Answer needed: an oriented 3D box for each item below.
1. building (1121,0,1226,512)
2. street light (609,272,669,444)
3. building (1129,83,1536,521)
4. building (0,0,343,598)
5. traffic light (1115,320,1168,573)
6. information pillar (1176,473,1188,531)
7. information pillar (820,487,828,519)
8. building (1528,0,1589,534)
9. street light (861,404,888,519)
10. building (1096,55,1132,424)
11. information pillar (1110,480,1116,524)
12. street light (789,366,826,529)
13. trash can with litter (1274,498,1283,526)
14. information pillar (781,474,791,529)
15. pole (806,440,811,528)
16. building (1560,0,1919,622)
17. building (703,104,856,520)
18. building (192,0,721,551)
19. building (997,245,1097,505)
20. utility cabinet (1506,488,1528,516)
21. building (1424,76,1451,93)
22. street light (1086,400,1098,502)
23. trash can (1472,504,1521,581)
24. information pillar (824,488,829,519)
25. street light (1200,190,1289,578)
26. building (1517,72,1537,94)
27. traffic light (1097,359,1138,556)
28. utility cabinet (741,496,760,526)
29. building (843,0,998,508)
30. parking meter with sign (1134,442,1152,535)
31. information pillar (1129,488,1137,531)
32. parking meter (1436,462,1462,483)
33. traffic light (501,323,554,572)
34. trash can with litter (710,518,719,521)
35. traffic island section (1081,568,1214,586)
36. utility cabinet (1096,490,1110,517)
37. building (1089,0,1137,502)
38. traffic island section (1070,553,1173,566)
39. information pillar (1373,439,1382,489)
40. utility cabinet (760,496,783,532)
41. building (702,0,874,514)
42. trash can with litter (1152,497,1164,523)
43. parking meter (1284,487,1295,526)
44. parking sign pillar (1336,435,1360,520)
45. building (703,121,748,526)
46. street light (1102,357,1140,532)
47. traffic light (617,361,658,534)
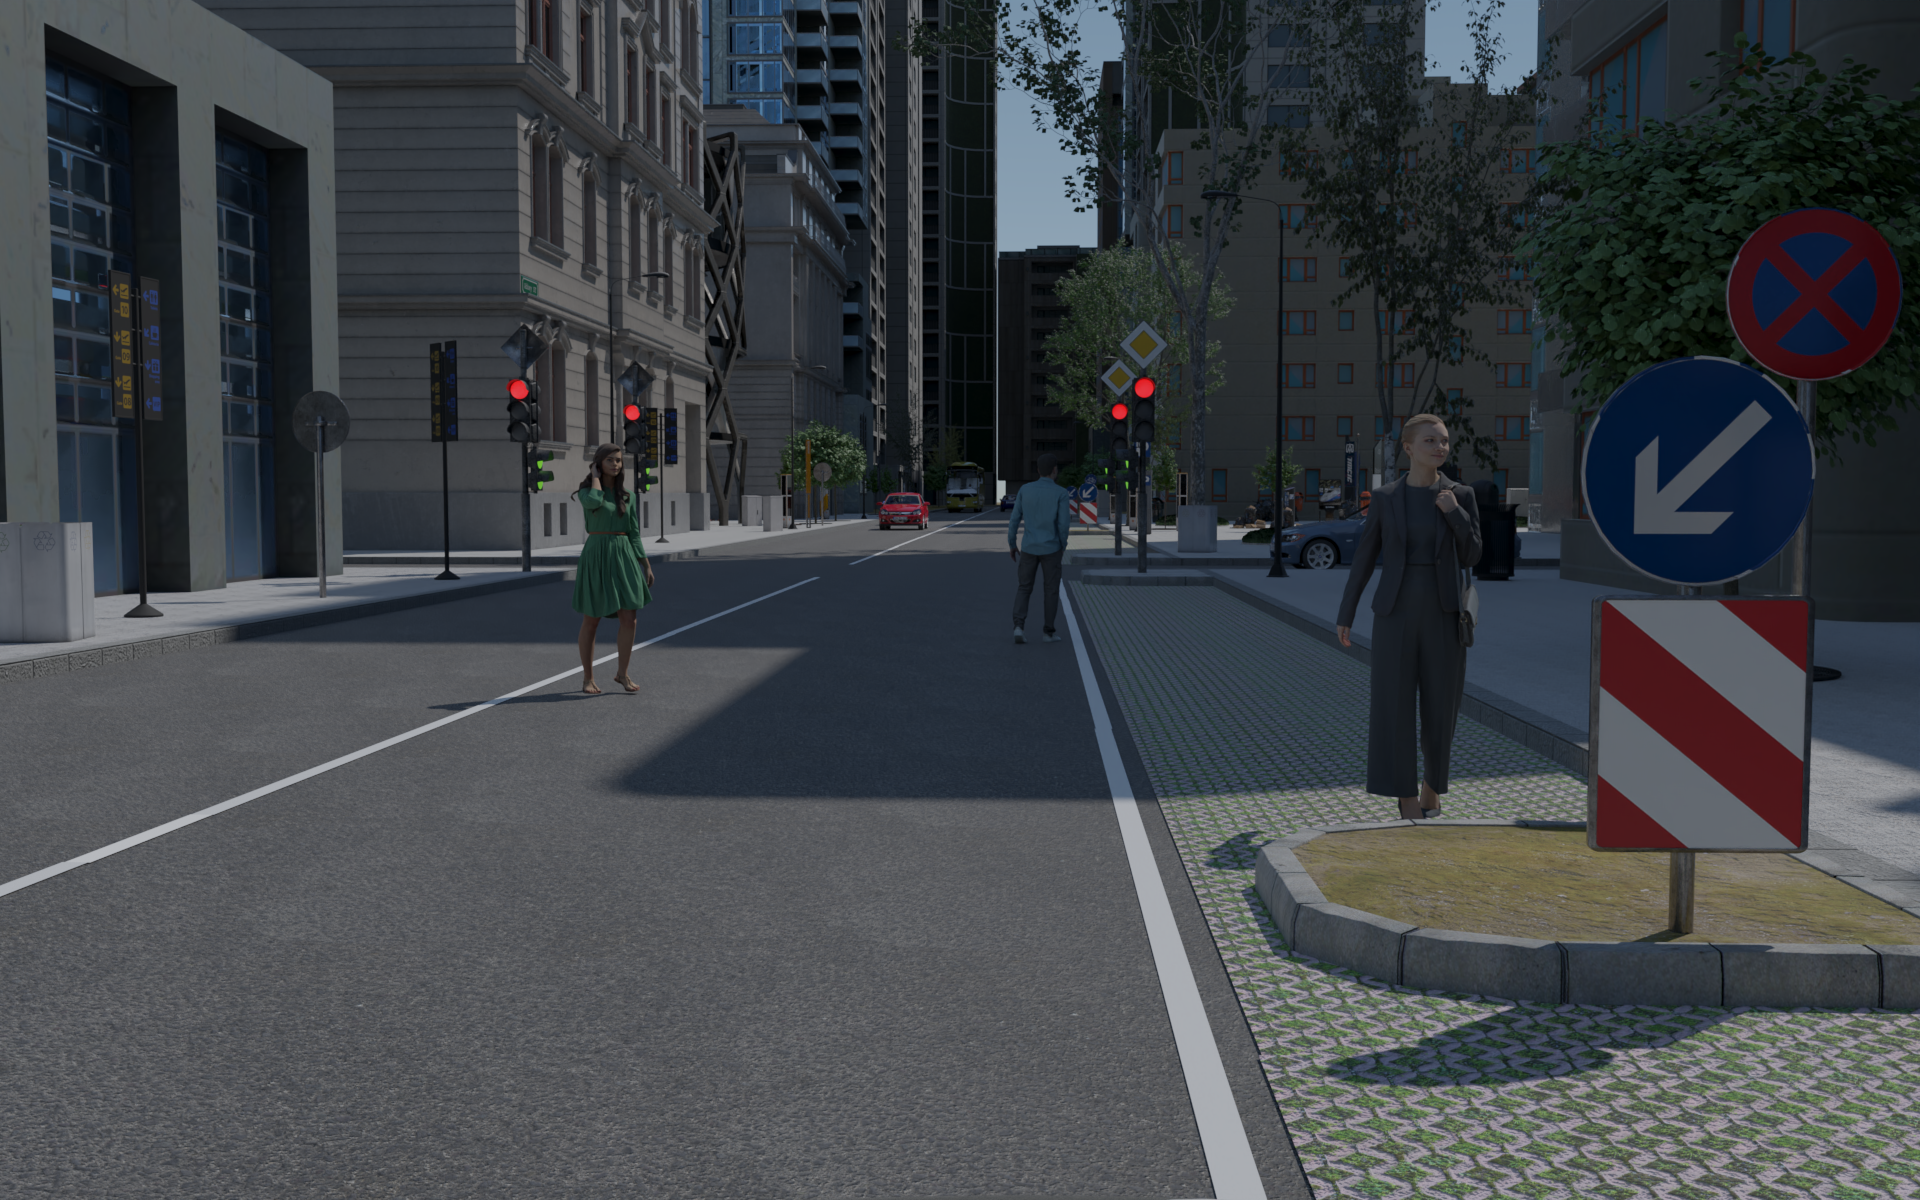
[{"bbox_3d":[21.619,-42.140,127.244,20.563,71.187,20.611,0,4,2],"label":"building"},{"bbox_3d":[-6.779,-3.906,36.404,1.470,5.913,1.316,0,4,2],"label":"street light"},{"bbox_3d":[24.077,-15.360,96.174,27.650,21.520,28.899,0,4,2],"label":"building"},{"bbox_3d":[-25.776,-42.923,14.460,31.000,86.520,22.319,0,4,2],"label":"building"},{"bbox_3d":[2.952,-2.398,28.126,0.839,4.253,0.868,0,4,2],"label":"traffic light"},{"bbox_3d":[7.704,-3.404,60.147,0.304,2.012,0.304,-1,4,-14],"label":"information pillar"},{"bbox_3d":[-6.895,-5.879,87.477,0.504,3.616,0.183,3,4,38],"label":"information pillar"},{"bbox_3d":[31.638,-26.145,47.078,30.456,49.044,23.786,0,4,2],"label":"building"},{"bbox_3d":[-4.409,-7.126,89.053,1.470,5.913,1.316,0,4,2],"label":"street light"},{"bbox_3d":[21.128,-32.190,176.413,14.600,45.320,14.200,0,4,2],"label":"building"},{"bbox_3d":[6.595,-4.258,74.109,0.304,2.012,0.304,1,4,15],"label":"information pillar"},{"bbox_3d":[-5.550,-5.528,62.918,1.470,5.913,1.316,0,4,2],"label":"street light"},{"bbox_3d":[9.460,-2.444,51.021,1.678,1.210,2.233,0,4,5],"label":"trash can with litter"},{"bbox_3d":[-6.463,-3.673,64.545,0.304,2.012,0.304,3,4,37],"label":"information pillar"},{"bbox_3d":[-5.706,-4.361,65.148,0.158,3.312,0.155,0,3,0],"label":"pole"},{"bbox_3d":[22.301,-10.128,10.632,27.650,21.520,28.899,0,4,2],"label":"building"},{"bbox_3d":[-13.596,-15.562,96.247,13.314,21.916,24.055,0,4,2],"label":"building"},{"bbox_3d":[-15.543,-16.045,49.729,14.401,28.519,23.554,0,4,2],"label":"building"},{"bbox_3d":[11.380,-26.439,203.985,14.107,30.474,14.160,0,4,2],"label":"building"},{"bbox_3d":[22.172,-3.651,68.372,1.173,1.500,0.318,-1,4,-16],"label":"utility cabinet"},{"bbox_3d":[43.355,-29.072,167.208,23.993,40.220,32.217,0,4,2],"label":"building"},{"bbox_3d":[6.865,-6.866,84.802,1.470,5.913,1.316,0,4,2],"label":"street light"},{"bbox_3d":[7.935,-0.862,25.754,0.748,1.137,0.748,0,3,0],"label":"trash can"},{"bbox_3d":[-6.857,-5.155,88.772,0.304,2.012,0.304,0,4,-7],"label":"information pillar"},{"bbox_3d":[4.374,-3.309,26.639,1.470,5.913,1.316,0,4,2],"label":"street light"},{"bbox_3d":[70.348,-31.566,170.722,28.867,44.769,22.147,0,4,2],"label":"building"},{"bbox_3d":[3.289,-2.886,36.104,0.839,4.253,0.868,0,4,2],"label":"traffic light"},{"bbox_3d":[-8.311,-3.553,69.249,0.306,1.237,1.020,2,4,28],"label":"utility cabinet"},{"bbox_3d":[-5.994,-46.951,205.900,20.611,71.187,20.563,0,4,2],"label":"building"},{"bbox_3d":[5.892,-3.622,55.487,0.543,3.016,1.738,0,4,1],"label":"parking meter with sign"},{"bbox_3d":[6.164,-3.459,61.042,0.304,2.012,0.304,2,4,32],"label":"information pillar"},{"bbox_3d":[8.097,-1.419,28.919,0.399,1.863,0.255,2,4,32],"label":"parking meter"},{"bbox_3d":[-7.151,-2.423,28.536,0.839,4.253,0.868,0,4,2],"label":"traffic light"},{"bbox_3d":[-11.879,-4.346,82.112,1.678,1.210,2.233,1,4,14],"label":"trash can with litter"},{"bbox_3d":[2.991,-0.364,28.238,2.009,0.180,2.903,0,4,2],"label":"traffic island section"},{"bbox_3d":[8.090,-5.322,95.696,1.173,1.500,0.318,-2,4,-26],"label":"utility cabinet"},{"bbox_3d":[23.187,-51.365,152.490,22.319,86.520,31.000,0,4,2],"label":"building"},{"bbox_3d":[3.329,-0.852,36.216,2.009,0.180,2.903,0,4,2],"label":"traffic island section"},{"bbox_3d":[17.626,-5.006,73.201,0.504,3.616,0.183,-3,5,-40],"label":"information pillar"},{"bbox_3d":[-6.419,-2.950,59.387,0.306,1.237,1.020,1,4,19],"label":"utility cabinet"},{"bbox_3d":[-17.077,-49.735,125.845,22.319,86.520,31.000,0,4,2],"label":"building"},{"bbox_3d":[8.909,-4.022,77.144,1.055,1.170,0.624,-3,5,-44],"label":"trash can with litter"},{"bbox_3d":[11.702,-3.249,61.527,0.372,1.533,0.369,0,3,0],"label":"parking meter"},{"bbox_3d":[18.045,-5.579,79.682,1.447,3.967,1.447,2,4,25],"label":"parking sign pillar"},{"bbox_3d":[-17.405,-12.419,70.500,16.820,18.784,16.811,0,4,2],"label":"building"},{"bbox_3d":[5.540,-5.268,58.674,1.470,5.913,1.316,0,4,2],"label":"street light"},{"bbox_3d":[-6.814,-2.911,36.514,0.839,4.253,0.868,0,4,2],"label":"traffic light"}]
